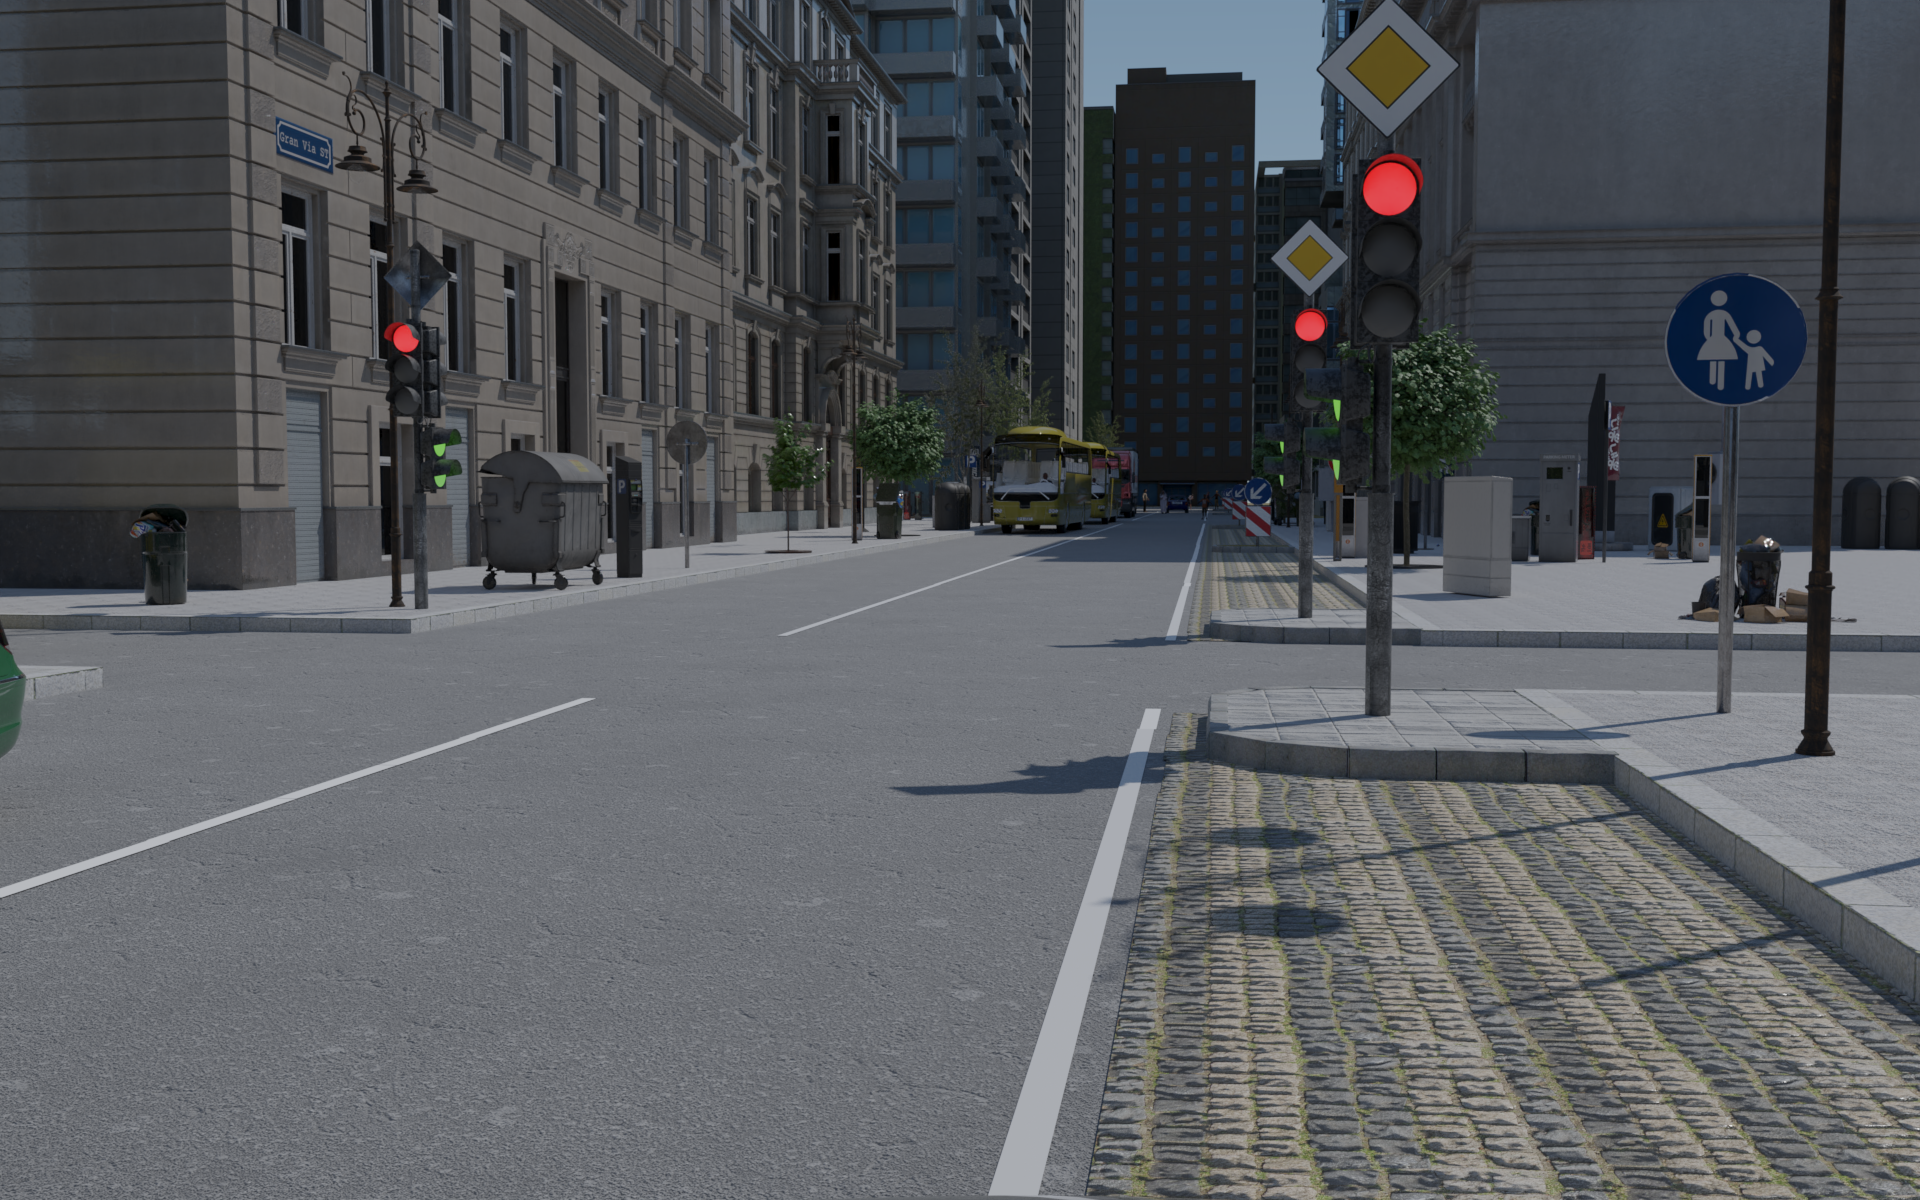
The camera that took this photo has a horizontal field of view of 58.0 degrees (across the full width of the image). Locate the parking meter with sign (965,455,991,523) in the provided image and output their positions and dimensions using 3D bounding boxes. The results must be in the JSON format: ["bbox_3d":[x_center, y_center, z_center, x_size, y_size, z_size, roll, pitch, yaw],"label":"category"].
[{"bbox_3d":[0.837,-4.947,77.139,0.543,3.016,1.738,-2,4,-26],"label":"parking meter with sign"}]

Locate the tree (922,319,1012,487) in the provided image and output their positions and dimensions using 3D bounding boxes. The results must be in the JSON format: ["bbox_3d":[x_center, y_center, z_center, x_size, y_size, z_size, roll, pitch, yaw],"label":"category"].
[{"bbox_3d":[0.182,-7.530,73.476,4.360,8.622,3.978,0,3,0],"label":"tree"}]

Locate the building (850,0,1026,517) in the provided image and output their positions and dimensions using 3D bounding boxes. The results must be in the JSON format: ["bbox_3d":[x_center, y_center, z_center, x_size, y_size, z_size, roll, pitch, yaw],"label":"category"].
[{"bbox_3d":[-7.717,-30.005,110.192,23.786,49.044,30.456,1,4,8],"label":"building"}]

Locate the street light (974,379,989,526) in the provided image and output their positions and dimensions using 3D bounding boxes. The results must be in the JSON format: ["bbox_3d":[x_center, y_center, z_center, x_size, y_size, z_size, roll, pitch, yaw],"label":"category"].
[{"bbox_3d":[0.870,-5.931,69.761,0.468,5.910,1.993,1,4,8],"label":"street light"}]

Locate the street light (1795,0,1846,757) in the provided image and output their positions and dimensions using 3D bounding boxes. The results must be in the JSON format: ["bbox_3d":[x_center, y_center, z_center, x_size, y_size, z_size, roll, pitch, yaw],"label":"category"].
[{"bbox_3d":[4.222,-2.176,8.371,0.468,5.910,1.993,1,4,8],"label":"street light"}]

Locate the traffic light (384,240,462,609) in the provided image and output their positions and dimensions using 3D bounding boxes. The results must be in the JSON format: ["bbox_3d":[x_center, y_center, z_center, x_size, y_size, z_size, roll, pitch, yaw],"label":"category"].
[{"bbox_3d":[-6.000,-1.854,19.229,0.839,4.253,0.868,1,4,8],"label":"traffic light"}]

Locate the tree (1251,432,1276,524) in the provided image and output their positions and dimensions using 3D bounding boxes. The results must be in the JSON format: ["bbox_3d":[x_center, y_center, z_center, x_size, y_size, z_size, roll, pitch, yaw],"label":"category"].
[{"bbox_3d":[14.097,-5.600,75.279,4.285,4.588,4.351,0,3,0],"label":"tree"}]

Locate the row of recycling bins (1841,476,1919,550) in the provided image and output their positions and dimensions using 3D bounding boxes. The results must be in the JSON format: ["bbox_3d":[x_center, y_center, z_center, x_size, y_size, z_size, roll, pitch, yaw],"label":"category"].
[{"bbox_3d":[22.343,-2.010,39.980,3.534,1.692,1.069,1,4,23],"label":"row of recycling bins"}]

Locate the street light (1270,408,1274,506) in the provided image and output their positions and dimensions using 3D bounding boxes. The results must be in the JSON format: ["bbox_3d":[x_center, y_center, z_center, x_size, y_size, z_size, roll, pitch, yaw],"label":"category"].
[{"bbox_3d":[16.420,-7.248,91.286,0.468,5.910,1.993,1,4,8],"label":"street light"}]

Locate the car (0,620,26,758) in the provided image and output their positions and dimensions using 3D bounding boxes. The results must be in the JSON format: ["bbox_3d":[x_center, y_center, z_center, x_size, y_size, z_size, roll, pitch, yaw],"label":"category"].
[{"bbox_3d":[-5.261,0.378,5.618,2.131,1.459,4.920,0,4,8],"label":"car"}]

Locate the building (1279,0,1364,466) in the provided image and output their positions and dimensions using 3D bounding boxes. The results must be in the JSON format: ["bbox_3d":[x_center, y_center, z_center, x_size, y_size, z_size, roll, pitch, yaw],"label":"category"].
[{"bbox_3d":[36.543,-50.067,131.262,22.319,86.520,31.000,1,4,8],"label":"building"}]

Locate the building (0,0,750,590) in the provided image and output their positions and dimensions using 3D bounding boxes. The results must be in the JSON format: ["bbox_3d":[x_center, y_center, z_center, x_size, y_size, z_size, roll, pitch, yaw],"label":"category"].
[{"bbox_3d":[-13.374,-14.539,34.979,12.463,27.353,25.104,1,4,8],"label":"building"}]

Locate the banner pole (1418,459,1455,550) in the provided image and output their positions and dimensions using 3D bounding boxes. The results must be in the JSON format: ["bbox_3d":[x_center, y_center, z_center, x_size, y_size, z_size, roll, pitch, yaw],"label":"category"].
[{"bbox_3d":[10.951,-3.043,39.769,0.863,3.779,0.401,1,4,15],"label":"banner pole"}]

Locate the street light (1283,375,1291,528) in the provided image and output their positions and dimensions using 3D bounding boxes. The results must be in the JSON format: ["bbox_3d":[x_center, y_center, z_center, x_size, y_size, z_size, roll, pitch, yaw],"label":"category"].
[{"bbox_3d":[12.586,-5.714,66.204,0.468,5.910,1.993,1,4,8],"label":"street light"}]

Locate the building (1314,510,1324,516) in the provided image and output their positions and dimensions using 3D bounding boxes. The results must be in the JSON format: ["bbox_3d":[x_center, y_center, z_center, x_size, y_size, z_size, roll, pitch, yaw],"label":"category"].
[{"bbox_3d":[38.010,-25.244,104.617,32.217,40.220,23.993,1,4,8],"label":"building"}]

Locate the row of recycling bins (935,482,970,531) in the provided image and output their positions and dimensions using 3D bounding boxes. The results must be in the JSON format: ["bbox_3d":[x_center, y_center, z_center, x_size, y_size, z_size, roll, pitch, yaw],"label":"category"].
[{"bbox_3d":[-0.218,-3.389,62.521,1.069,1.692,3.534,1,4,9],"label":"row of recycling bins"}]

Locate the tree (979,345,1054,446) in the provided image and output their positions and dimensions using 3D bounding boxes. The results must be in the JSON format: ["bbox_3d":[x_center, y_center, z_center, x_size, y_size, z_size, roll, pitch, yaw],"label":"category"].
[{"bbox_3d":[2.544,-8.325,86.468,4.737,8.622,4.395,0,3,0],"label":"tree"}]

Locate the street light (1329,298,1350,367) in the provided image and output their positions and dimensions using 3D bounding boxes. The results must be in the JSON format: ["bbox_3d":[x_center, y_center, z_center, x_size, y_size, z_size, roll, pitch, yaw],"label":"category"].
[{"bbox_3d":[9.025,-4.177,41.082,0.468,5.910,1.993,1,4,8],"label":"street light"}]

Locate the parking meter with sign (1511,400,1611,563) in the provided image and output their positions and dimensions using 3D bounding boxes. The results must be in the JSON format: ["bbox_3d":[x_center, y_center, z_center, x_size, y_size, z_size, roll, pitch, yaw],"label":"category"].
[{"bbox_3d":[11.302,-2.226,32.662,1.738,3.016,0.543,2,4,25],"label":"parking meter with sign"}]

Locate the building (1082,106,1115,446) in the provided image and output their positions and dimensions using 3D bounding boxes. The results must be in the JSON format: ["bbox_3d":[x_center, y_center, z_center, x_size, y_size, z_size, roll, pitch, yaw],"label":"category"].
[{"bbox_3d":[9.964,-30.778,186.812,14.086,41.232,14.154,1,4,8],"label":"building"}]

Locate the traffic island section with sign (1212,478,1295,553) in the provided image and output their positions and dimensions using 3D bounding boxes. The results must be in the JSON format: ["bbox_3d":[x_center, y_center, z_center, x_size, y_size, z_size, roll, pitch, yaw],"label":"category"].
[{"bbox_3d":[7.233,-2.089,42.778,1.989,1.847,2.006,1,4,8],"label":"traffic island section with sign"}]

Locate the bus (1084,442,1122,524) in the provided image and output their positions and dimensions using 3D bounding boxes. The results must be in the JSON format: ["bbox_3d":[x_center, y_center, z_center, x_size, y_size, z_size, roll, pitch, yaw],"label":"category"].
[{"bbox_3d":[6.397,-5.761,85.744,2.896,3.916,12.252,1,4,8],"label":"bus"}]

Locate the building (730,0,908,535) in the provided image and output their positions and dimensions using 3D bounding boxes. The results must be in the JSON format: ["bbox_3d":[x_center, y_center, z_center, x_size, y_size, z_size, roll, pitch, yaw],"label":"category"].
[{"bbox_3d":[-10.433,-15.029,64.805,14.460,24.649,34.723,1,4,8],"label":"building"}]

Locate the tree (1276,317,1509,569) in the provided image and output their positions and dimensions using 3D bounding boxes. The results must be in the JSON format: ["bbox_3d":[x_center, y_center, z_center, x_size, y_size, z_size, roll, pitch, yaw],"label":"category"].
[{"bbox_3d":[7.822,-2.848,30.272,4.285,4.588,4.351,0,3,0],"label":"tree"}]

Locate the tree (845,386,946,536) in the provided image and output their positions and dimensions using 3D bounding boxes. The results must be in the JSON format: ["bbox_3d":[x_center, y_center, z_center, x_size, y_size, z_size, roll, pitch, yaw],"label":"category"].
[{"bbox_3d":[-1.909,-4.239,53.017,4.285,4.588,4.351,0,3,0],"label":"tree"}]

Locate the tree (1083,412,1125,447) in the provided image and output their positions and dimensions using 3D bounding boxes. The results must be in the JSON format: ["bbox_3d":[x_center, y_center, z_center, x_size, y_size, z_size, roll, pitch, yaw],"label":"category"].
[{"bbox_3d":[12.795,-12.363,152.501,4.737,8.622,4.395,0,3,0],"label":"tree"}]

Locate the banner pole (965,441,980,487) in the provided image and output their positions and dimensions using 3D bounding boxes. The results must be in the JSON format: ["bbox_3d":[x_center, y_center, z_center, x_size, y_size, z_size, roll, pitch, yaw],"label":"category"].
[{"bbox_3d":[0.508,-5.448,79.086,0.863,3.779,0.401,0,4,6],"label":"banner pole"}]

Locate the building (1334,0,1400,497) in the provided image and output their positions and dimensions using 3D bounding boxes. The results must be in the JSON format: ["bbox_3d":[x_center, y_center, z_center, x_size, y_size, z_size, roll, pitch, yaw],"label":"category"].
[{"bbox_3d":[23.928,-17.174,78.064,12.463,27.353,25.104,1,4,8],"label":"building"}]

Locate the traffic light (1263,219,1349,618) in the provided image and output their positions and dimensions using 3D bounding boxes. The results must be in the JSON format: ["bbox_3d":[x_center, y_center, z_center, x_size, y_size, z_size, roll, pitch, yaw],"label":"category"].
[{"bbox_3d":[3.563,-1.770,17.855,0.839,4.253,0.868,1,4,8],"label":"traffic light"}]

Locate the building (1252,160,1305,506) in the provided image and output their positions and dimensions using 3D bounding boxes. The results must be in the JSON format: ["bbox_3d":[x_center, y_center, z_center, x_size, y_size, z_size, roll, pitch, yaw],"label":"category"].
[{"bbox_3d":[44.067,-30.488,190.359,23.993,40.220,32.217,1,4,8],"label":"building"}]

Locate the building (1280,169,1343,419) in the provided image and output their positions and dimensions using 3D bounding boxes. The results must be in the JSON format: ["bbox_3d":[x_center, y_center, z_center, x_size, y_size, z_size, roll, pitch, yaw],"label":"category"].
[{"bbox_3d":[35.905,-23.493,155.815,14.160,30.474,14.107,1,4,8],"label":"building"}]

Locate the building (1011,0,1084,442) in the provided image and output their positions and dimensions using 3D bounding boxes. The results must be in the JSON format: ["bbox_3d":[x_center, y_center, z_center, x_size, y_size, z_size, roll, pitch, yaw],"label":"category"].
[{"bbox_3d":[0.263,-43.932,156.545,20.611,71.187,20.563,1,4,8],"label":"building"}]

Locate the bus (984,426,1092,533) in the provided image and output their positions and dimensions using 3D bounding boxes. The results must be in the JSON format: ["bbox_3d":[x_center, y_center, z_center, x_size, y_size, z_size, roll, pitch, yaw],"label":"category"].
[{"bbox_3d":[3.258,-4.590,66.601,2.896,3.916,12.252,1,4,10],"label":"bus"}]

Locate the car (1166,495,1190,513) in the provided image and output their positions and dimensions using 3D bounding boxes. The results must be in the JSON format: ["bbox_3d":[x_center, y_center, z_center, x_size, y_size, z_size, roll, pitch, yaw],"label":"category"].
[{"bbox_3d":[16.495,-7.281,131.622,1.945,1.354,3.894,0,4,6],"label":"car"}]

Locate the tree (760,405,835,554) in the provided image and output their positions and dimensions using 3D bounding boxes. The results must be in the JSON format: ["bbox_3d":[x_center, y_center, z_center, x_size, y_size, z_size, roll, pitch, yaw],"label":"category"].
[{"bbox_3d":[-3.759,-2.626,37.542,1.663,3.219,1.824,0,3,0],"label":"tree"}]

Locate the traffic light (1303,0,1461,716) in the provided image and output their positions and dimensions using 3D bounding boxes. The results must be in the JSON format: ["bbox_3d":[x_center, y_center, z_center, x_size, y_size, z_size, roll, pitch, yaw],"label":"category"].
[{"bbox_3d":[2.410,-1.286,9.953,0.839,4.253,0.868,1,4,8],"label":"traffic light"}]

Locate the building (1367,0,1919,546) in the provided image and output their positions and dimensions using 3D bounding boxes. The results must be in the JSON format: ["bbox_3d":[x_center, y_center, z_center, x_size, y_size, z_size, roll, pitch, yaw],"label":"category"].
[{"bbox_3d":[20.420,-12.971,53.873,13.314,21.916,24.055,1,4,8],"label":"building"}]

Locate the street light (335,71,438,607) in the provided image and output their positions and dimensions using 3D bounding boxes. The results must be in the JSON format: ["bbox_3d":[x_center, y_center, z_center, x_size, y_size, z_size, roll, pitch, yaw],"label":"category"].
[{"bbox_3d":[-6.408,-2.859,19.539,0.468,5.910,1.993,1,4,8],"label":"street light"}]

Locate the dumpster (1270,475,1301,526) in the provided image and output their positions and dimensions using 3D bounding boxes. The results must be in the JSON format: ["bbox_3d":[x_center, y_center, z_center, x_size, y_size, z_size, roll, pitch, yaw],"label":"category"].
[{"bbox_3d":[13.372,-4.147,70.293,1.502,2.255,1.985,1,4,8],"label":"dumpster"}]

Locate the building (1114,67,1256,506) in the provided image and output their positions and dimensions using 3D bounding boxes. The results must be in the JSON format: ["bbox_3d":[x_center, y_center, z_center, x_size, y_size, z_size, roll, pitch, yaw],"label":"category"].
[{"bbox_3d":[24.012,-32.716,185.015,14.200,45.320,14.600,1,4,8],"label":"building"}]

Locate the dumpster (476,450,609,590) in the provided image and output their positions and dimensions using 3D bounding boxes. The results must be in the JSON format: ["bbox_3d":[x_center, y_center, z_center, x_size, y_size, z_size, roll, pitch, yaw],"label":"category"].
[{"bbox_3d":[-5.718,-1.102,23.772,1.264,1.857,1.865,1,4,8],"label":"dumpster"}]

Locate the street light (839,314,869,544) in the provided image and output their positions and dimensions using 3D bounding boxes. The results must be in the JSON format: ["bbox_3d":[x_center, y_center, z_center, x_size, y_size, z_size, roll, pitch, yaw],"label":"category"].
[{"bbox_3d":[-2.721,-4.395,44.643,0.468,5.910,1.993,1,4,8],"label":"street light"}]
